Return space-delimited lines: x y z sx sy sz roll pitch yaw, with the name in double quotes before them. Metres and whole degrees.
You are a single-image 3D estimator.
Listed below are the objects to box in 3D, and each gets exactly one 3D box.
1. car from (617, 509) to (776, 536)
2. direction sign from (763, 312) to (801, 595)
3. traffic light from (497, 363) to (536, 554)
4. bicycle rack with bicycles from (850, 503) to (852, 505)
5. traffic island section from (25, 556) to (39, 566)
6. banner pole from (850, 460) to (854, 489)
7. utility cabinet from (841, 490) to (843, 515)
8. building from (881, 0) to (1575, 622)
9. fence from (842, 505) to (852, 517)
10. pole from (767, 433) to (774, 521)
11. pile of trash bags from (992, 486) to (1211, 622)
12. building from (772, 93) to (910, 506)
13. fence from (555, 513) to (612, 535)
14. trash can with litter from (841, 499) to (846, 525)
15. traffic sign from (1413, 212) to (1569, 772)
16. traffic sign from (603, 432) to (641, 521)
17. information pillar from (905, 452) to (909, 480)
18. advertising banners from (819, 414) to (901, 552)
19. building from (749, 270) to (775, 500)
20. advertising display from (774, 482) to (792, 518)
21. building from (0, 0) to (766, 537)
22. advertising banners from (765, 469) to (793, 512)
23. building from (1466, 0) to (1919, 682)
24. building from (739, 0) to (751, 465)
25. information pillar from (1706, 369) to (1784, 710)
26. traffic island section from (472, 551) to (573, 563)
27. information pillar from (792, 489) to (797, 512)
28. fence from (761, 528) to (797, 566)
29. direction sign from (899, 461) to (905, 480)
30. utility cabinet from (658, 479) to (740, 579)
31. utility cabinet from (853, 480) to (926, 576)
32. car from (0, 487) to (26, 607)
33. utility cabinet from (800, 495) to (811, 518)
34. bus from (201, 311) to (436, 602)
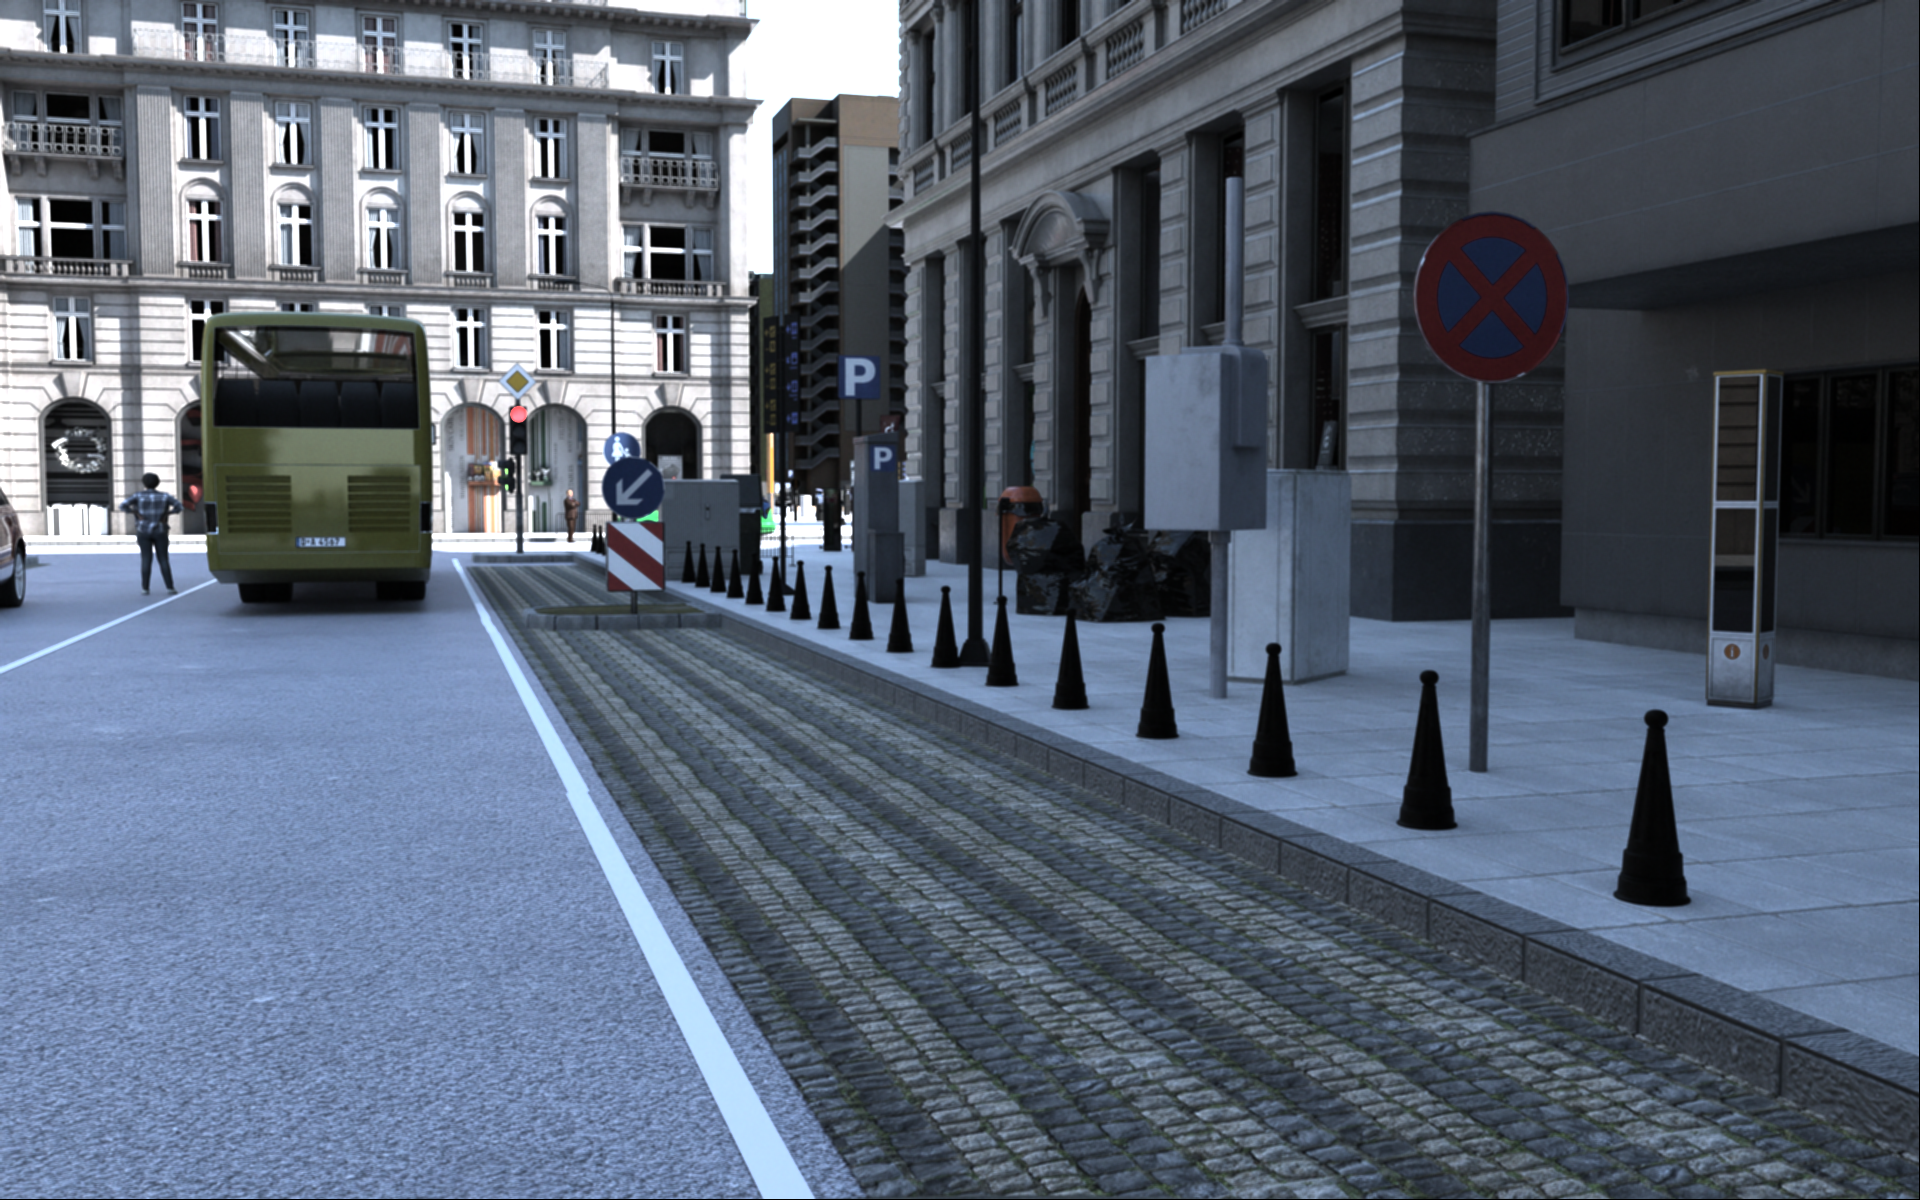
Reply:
"car" -7.711 -2.532 50.196 4.718 1.807 1.959 -1 4 -15
"direction sign" -2.258 -1.836 22.008 0.379 3.537 0.876 -3 4 -36
"traffic light" -9.516 -2.957 37.267 0.839 4.253 0.868 -1 4 -17
"bicycle rack with bicycles" -6.624 -6.695 122.852 2.852 0.926 2.925 -1 4 -18
"traffic island section" -19.541 -0.733 34.271 2.009 0.180 2.903 -1 4 -17
"banner pole" -6.733 -7.396 110.939 0.863 3.779 0.401 3 4 38
"utility cabinet" -7.601 -5.779 103.172 1.173 1.500 0.318 -1 4 -17
"building" 6.160 -12.111 26.889 11.050 23.489 19.941 -1 4 -17
"fence" -6.131 -5.126 99.192 0.278 0.683 2.069 2 4 24
"pole" -6.232 -3.855 56.875 0.158 3.312 0.155 0 3 0
"pile of trash bags" 1.342 -0.568 19.037 1.912 1.369 3.447 -2 4 -28
"building" -12.272 -33.063 190.690 14.200 45.320 14.600 -1 4 -17
"fence" -11.632 -2.377 54.237 2.069 0.683 0.278 0 4 -6
"trash can with litter" -5.031 -3.630 70.738 0.624 1.170 1.055 1 4 13
"traffic sign" 2.400 -0.479 7.941 0.768 2.556 0.104 -1 4 -12
"traffic sign" -6.971 -2.180 35.752 0.768 2.556 0.104 -1 4 -14
"information pillar" -2.202 -4.997 73.058 0.183 3.616 0.504 1 4 14
"advertising banners" -2.223 -2.589 38.521 2.074 3.025 0.090 2 4 27
"building" -29.425 -27.755 225.495 14.107 30.474 14.160 -1 4 -17
"advertising display" -9.622 -5.454 94.388 0.974 1.923 0.123 0 4 6
"building" -19.812 -13.332 59.778 24.055 21.916 13.314 -1 4 -17
"advertising banners" -12.663 -7.632 120.963 2.074 3.025 0.090 1 4 20
"building" 14.967 -11.189 2.001 14.314 24.678 30.058 -1 4 -17
"building" -29.701 -37.482 154.822 21.231 58.520 28.212 -1 4 -17
"information pillar" 4.728 -0.364 10.443 0.304 2.012 0.304 3 5 44
"traffic island section" -9.475 -0.924 37.393 2.009 0.180 2.903 -1 4 -17
"information pillar" -12.155 -7.490 126.945 0.304 2.012 0.304 2 4 24
"fence" -3.938 -0.933 30.629 2.069 0.683 0.278 -1 4 -14
"direction sign" -3.997 -7.659 117.226 0.876 3.537 0.379 -2 4 -28
"utility cabinet" -3.911 -1.058 25.973 1.173 1.500 0.318 -1 4 -21
"utility cabinet" -1.112 -1.128 27.116 1.173 1.500 0.318 2 4 32
"car" -12.426 -0.709 20.271 2.281 1.827 5.304 -1 4 -19
"utility cabinet" -8.437 -5.110 94.705 0.306 1.237 1.020 1 4 16
"bus" -9.283 -2.103 25.935 2.896 3.916 12.252 -1 4 -17
